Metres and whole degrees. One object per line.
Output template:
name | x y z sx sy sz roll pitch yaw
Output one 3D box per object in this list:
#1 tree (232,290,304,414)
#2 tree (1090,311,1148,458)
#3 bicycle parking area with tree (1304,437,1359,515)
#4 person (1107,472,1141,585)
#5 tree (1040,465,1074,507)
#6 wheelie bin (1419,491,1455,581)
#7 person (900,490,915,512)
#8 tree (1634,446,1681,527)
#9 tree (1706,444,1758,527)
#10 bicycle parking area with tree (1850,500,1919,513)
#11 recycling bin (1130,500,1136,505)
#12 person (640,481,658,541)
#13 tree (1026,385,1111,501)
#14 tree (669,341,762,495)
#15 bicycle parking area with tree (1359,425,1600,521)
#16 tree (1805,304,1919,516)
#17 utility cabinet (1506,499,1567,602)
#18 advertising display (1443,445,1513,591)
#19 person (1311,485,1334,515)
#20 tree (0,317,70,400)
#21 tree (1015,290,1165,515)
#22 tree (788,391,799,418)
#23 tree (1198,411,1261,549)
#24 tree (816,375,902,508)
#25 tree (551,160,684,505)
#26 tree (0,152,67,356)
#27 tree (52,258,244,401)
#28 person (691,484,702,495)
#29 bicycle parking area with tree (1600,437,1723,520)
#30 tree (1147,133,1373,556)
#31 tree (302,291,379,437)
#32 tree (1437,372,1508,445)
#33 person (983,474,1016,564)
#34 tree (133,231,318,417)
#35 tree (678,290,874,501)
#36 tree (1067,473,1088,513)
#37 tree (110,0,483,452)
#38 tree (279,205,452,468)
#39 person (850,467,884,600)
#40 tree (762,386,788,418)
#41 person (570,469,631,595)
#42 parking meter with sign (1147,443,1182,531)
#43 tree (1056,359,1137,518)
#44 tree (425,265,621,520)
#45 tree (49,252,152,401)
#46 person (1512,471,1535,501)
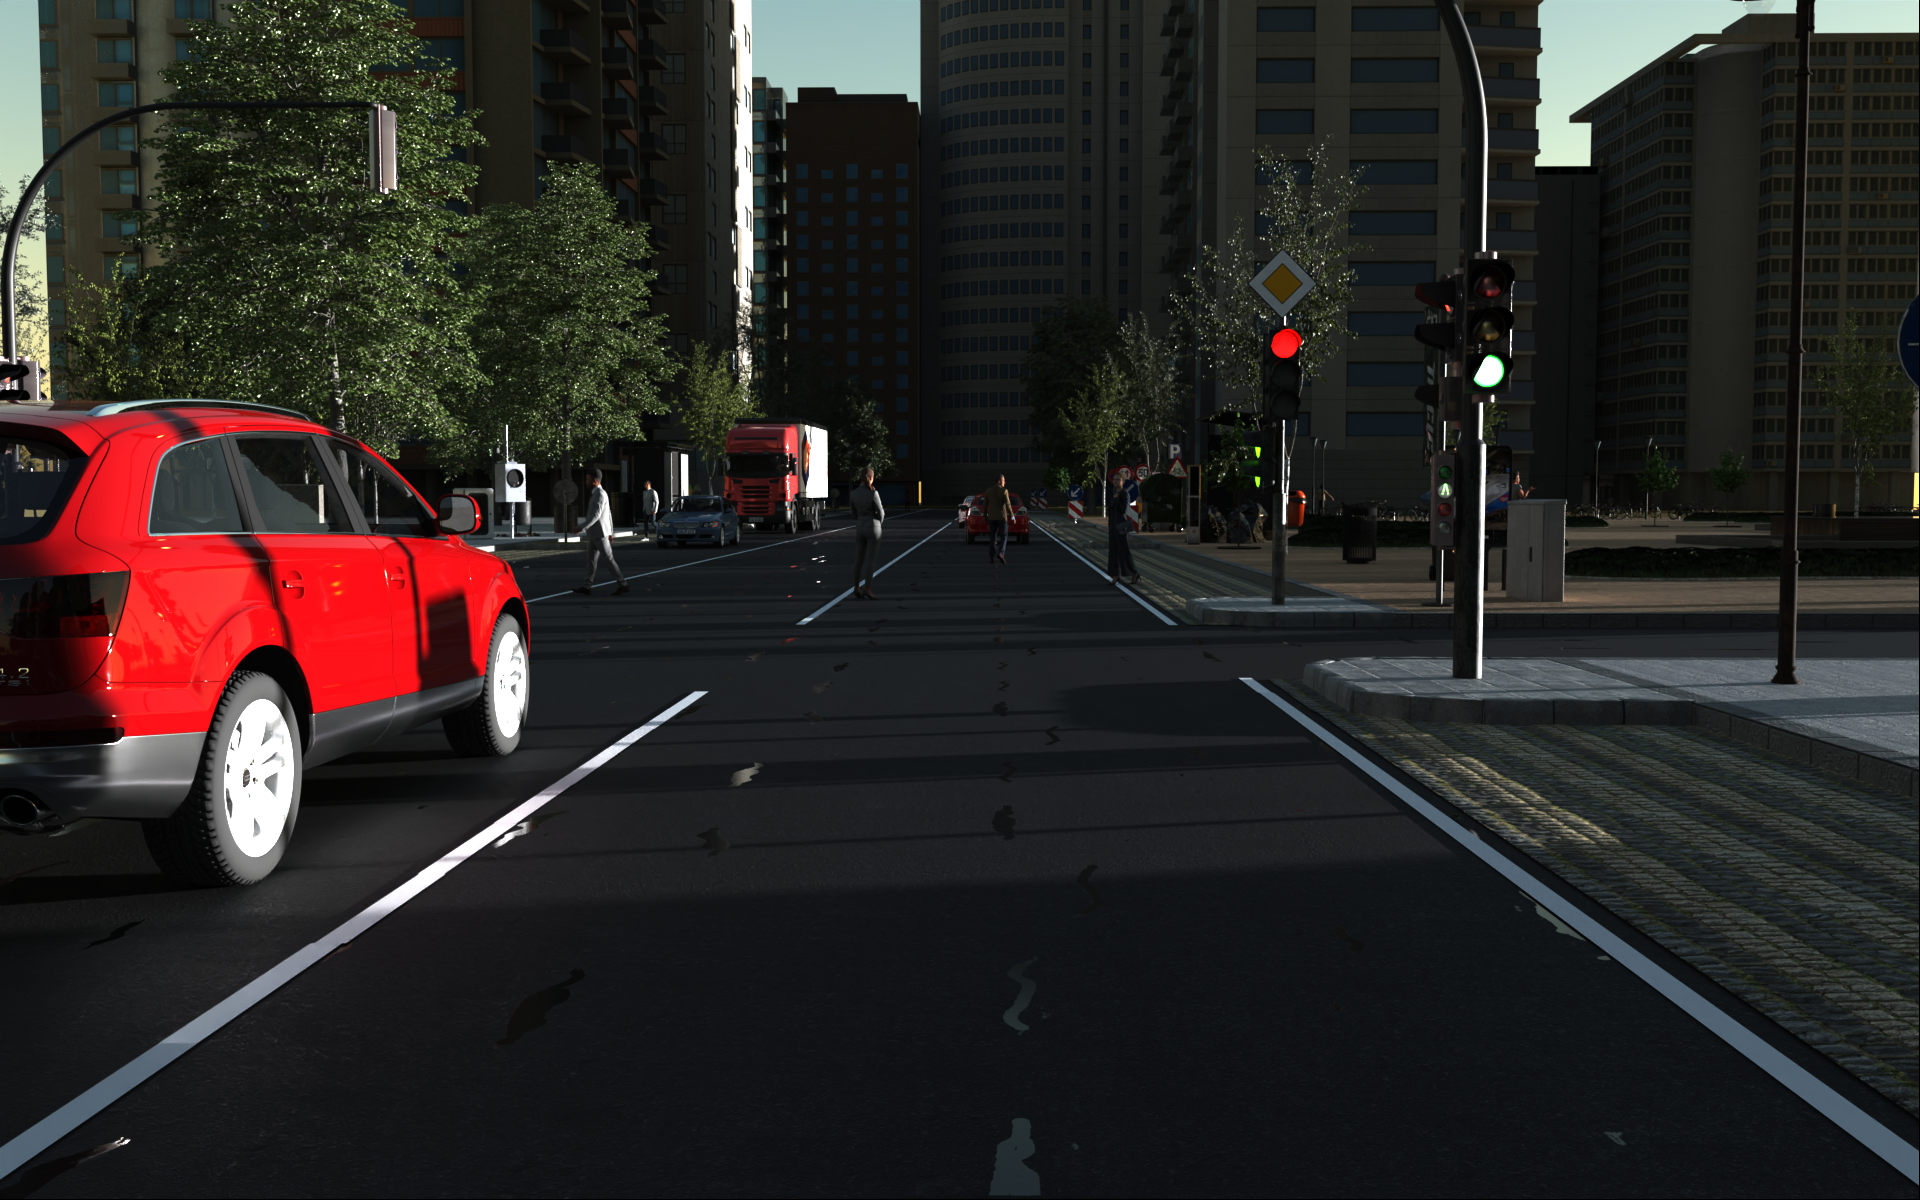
tree | -27.052 -6.831 62.047 4.737 8.622 4.395 0 3 0
tree | 7.503 -7.248 68.871 4.360 8.622 3.978 0 3 0
bicycle parking area with tree | 18.709 -6.282 89.718 9.016 4.147 8.231 2 4 30
person | 2.542 -1.126 27.335 0.534 1.772 0.576 -3 5 -41
tree | 9.474 -11.334 169.032 4.285 4.588 4.351 0 3 0
wheelie bin | 7.317 -1.089 25.716 0.980 1.594 0.693 2 4 24
person | -4.322 -8.150 142.435 1.217 1.739 0.721 0 4 5
tree | 27.319 -4.507 68.294 1.663 3.219 1.824 0 3 0
tree | 29.740 -4.443 67.249 1.663 3.219 1.824 0 3 0
bicycle parking area with tree | 51.541 -6.261 89.375 9.016 4.147 8.231 1 4 15
recycling bin | 8.180 -4.464 85.533 0.722 1.027 0.722 -3 5 -43
person | -9.413 -2.723 52.866 0.661 1.843 0.795 3 5 41
tree | 8.883 -12.240 134.542 8.767 10.594 7.601 3 4 37
tree | -11.831 -8.077 82.418 4.737 8.622 4.395 0 3 0
bicycle parking area with tree | 22.099 -5.369 74.785 9.016 4.147 8.231 1 4 12
tree | 35.464 -7.180 67.756 4.737 8.622 4.395 0 3 0
utility cabinet | 6.994 -0.607 21.082 0.306 1.237 1.020 0 4 -6
advertising display | 6.818 -1.085 22.955 0.974 1.923 0.123 0 4 -5
person | 20.541 -5.639 98.254 1.348 1.823 0.705 2 4 33
tree | -39.440 -7.452 72.203 4.360 8.622 3.978 0 3 0
tree | 8.269 -12.291 107.617 9.857 13.997 8.962 0 3 0
tree | -12.338 -10.081 115.179 4.737 8.622 4.395 0 3 0
tree | 6.394 -2.806 40.473 1.663 3.219 1.824 0 3 0
tree | -10.354 -15.179 165.186 9.611 12.733 9.660 0 3 0
tree | -13.376 -8.621 59.078 7.486 12.596 7.792 0 3 0
tree | -26.624 -8.001 41.185 12.009 13.543 11.850 0 3 0
tree | -31.685 -8.244 69.208 7.601 10.594 8.767 0 4 -4
person | -10.036 -3.488 65.708 0.537 1.800 0.526 -3 4 -37
bicycle parking area with tree | 34.203 -6.303 90.059 9.016 4.147 8.231 0 4 6
tree | 6.634 -5.230 35.876 4.360 8.622 3.978 0 3 0
tree | -24.336 -7.105 66.525 4.737 8.622 4.395 0 3 0
tree | 27.023 -8.633 91.505 4.737 8.622 4.395 0 3 0
person | 0.807 -1.667 35.666 0.656 1.842 0.836 0 4 -6
tree | -35.226 -10.866 84.311 9.857 13.997 8.962 0 3 0
tree | -11.913 -11.863 104.332 12.009 13.543 11.850 0 3 0
tree | 7.983 -7.499 117.209 1.663 3.219 1.824 0 3 0
tree | -13.208 -7.174 35.421 7.486 12.596 7.792 0 3 0
tree | -15.404 -5.794 45.087 4.360 8.622 3.978 0 3 0
person | -1.233 -0.904 23.551 0.520 1.790 0.573 1 4 16
tree | -11.994 -8.656 91.889 4.737 8.622 4.395 0 3 0
person | -5.096 -0.962 24.506 0.850 1.792 0.678 -1 4 -9
parking meter with sign | 7.060 -3.931 60.541 0.543 3.016 1.738 -2 4 -24
tree | 7.635 -8.805 94.316 4.737 8.622 4.395 0 3 0
tree | -21.963 -10.250 84.594 9.611 12.733 9.660 0 3 0
tree | -26.112 -6.316 53.628 4.737 8.622 4.395 0 3 0
person | 12.045 -1.886 37.232 0.532 1.782 0.716 -2 4 -26
